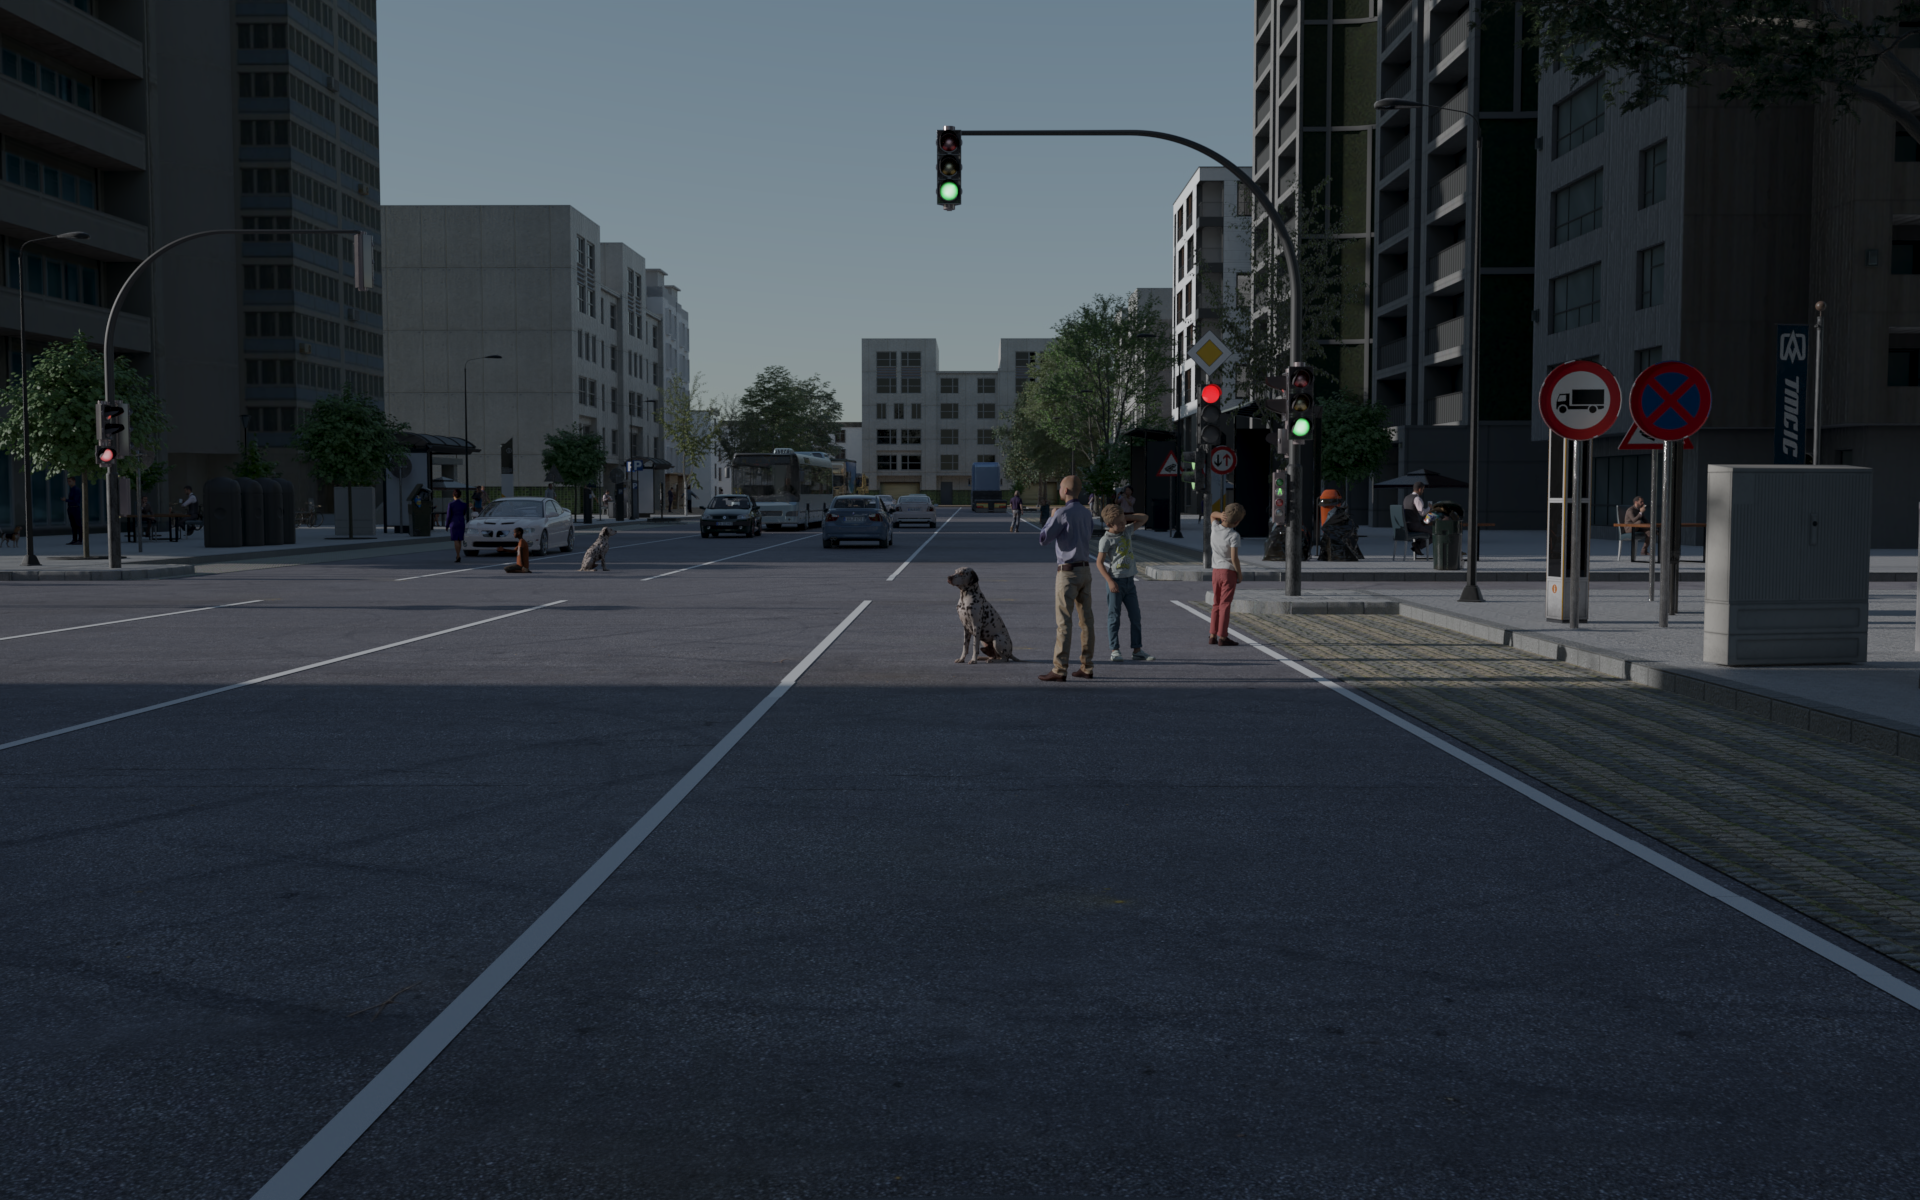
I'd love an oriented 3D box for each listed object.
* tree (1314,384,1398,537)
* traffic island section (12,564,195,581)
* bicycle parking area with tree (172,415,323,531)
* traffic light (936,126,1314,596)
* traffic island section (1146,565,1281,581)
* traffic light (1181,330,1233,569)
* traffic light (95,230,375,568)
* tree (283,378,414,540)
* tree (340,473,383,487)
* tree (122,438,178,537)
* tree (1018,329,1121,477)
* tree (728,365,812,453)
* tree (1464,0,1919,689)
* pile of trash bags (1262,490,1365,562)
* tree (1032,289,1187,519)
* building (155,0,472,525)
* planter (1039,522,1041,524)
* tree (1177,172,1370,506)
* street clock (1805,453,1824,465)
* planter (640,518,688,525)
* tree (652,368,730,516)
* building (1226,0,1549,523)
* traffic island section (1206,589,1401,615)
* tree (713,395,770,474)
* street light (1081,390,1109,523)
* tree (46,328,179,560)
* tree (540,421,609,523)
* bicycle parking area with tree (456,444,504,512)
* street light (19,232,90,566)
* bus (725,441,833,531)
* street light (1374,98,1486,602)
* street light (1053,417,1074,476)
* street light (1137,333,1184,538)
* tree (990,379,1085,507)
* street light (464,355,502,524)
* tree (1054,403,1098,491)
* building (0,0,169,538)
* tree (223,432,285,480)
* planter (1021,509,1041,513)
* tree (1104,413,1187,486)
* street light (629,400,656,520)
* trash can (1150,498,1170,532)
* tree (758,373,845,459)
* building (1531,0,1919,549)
[{"bbox_3d":[11.452,-4.169,51.873,4.285,4.588,4.351,0,3,0],"label":"tree"},{"bbox_3d":[-14.673,-0.475,30.043,2.009,0.180,2.903,0,4,0],"label":"traffic island section"},{"bbox_3d":[-28.372,-4.657,63.144,8.231,4.147,9.016,1,4,19],"label":"bicycle parking area with tree"},{"bbox_3d":[2.088,-2.874,21.658,4.771,5.953,1.251,0,4,0],"label":"traffic light"},{"bbox_3d":[4.287,-0.465,29.880,2.009,0.180,2.903,0,4,0],"label":"traffic island section"},{"bbox_3d":[4.247,-2.498,29.767,0.839,4.253,0.868,0,4,0],"label":"traffic light"},{"bbox_3d":[-12.541,-3.380,29.926,4.771,5.953,1.251,0,4,0],"label":"traffic light"},{"bbox_3d":[-17.454,-4.011,49.291,4.285,4.588,4.351,0,3,0],"label":"tree"},{"bbox_3d":[-22.167,-4.236,63.864,1.663,3.219,1.824,0,3,0],"label":"tree"},{"bbox_3d":[-24.770,-3.525,52.231,1.663,3.219,1.824,0,3,0],"label":"tree"},{"bbox_3d":[7.377,-12.124,116.360,7.486,12.596,7.792,0,3,0],"label":"tree"},{"bbox_3d":[-16.655,-14.354,152.822,7.486,12.596,7.792,0,3,0],"label":"tree"},{"bbox_3d":[6.796,-4.689,11.076,7.601,10.594,8.767,0,4,-6],"label":"tree"},{"bbox_3d":[7.110,-1.502,34.318,1.912,1.369,3.447,1,4,20],"label":"pile of trash bags"},{"bbox_3d":[7.633,-9.938,88.243,9.928,11.665,9.643,0,3,0],"label":"tree"},{"bbox_3d":[-40.453,-23.630,78.230,32.217,40.220,23.993,0,4,0],"label":"building"},{"bbox_3d":[4.720,-3.718,81.921,1.991,0.319,1.994,0,4,0],"label":"planter"},{"bbox_3d":[7.154,-5.416,38.917,4.360,8.622,3.978,0,3,0],"label":"tree"},{"bbox_3d":[14.867,-1.582,30.430,0.358,2.002,0.471,-2,4,-29],"label":"street clock"},{"bbox_3d":[-13.915,-3.700,81.626,1.991,0.319,1.994,0,4,0],"label":"planter"},{"bbox_3d":[-15.930,-9.274,101.985,4.737,8.622,4.395,0,3,0],"label":"tree"},{"bbox_3d":[25.422,-40.013,92.470,20.563,71.187,20.611,0,4,0],"label":"building"},{"bbox_3d":[4.221,0.024,21.895,2.009,0.180,2.903,0,4,0],"label":"traffic island section"},{"bbox_3d":[-17.088,-11.263,134.512,4.360,8.622,3.978,0,3,0],"label":"tree"},{"bbox_3d":[6.073,-6.410,77.350,1.470,5.913,1.316,0,4,0],"label":"street light"},{"bbox_3d":[-17.240,-3.088,34.208,4.285,4.588,4.351,0,3,0],"label":"tree"},{"bbox_3d":[-17.240,-5.729,77.379,4.285,4.588,4.351,0,3,0],"label":"tree"},{"bbox_3d":[-26.397,-6.661,95.912,9.016,4.147,8.231,2,4,27],"label":"bicycle parking area with tree"},{"bbox_3d":[-16.109,-3.566,30.844,1.470,5.913,1.316,0,4,0],"label":"street light"},{"bbox_3d":[-7.138,-4.629,70.539,2.948,3.499,13.247,0,4,2],"label":"bus"},{"bbox_3d":[5.560,-2.933,20.498,1.470,5.913,1.316,0,4,0],"label":"street light"},{"bbox_3d":[6.292,-8.077,104.596,1.470,5.913,1.316,0,4,0],"label":"street light"},{"bbox_3d":[5.807,-4.752,50.229,1.470,5.913,1.316,0,4,0],"label":"street light"},{"bbox_3d":[8.942,-16.048,179.397,9.611,12.733,9.660,0,3,0],"label":"tree"},{"bbox_3d":[-15.979,-5.224,57.960,1.470,5.913,1.316,0,4,0],"label":"street light"},{"bbox_3d":[8.394,-10.798,126.910,4.737,8.622,4.395,0,3,0],"label":"tree"},{"bbox_3d":[-37.697,-25.903,47.213,21.300,48.544,21.600,0,4,0],"label":"building"},{"bbox_3d":[-21.913,-3.625,53.874,1.663,3.219,1.824,0,3,0],"label":"tree"},{"bbox_3d":[5.137,-6.788,132.131,1.991,0.319,1.994,0,4,0],"label":"planter"},{"bbox_3d":[7.458,-5.265,69.795,4.285,4.588,4.351,0,3,0],"label":"tree"},{"bbox_3d":[-15.675,-6.909,85.505,1.470,5.913,1.316,0,4,0],"label":"street light"},{"bbox_3d":[6.826,-2.884,58.807,0.748,1.137,0.748,0,3,0],"label":"trash can"},{"bbox_3d":[-16.774,-16.821,181.674,9.857,13.997,8.962,0,3,0],"label":"tree"},{"bbox_3d":[24.120,-16.707,44.864,14.107,30.474,14.160,0,4,0],"label":"building"}]
